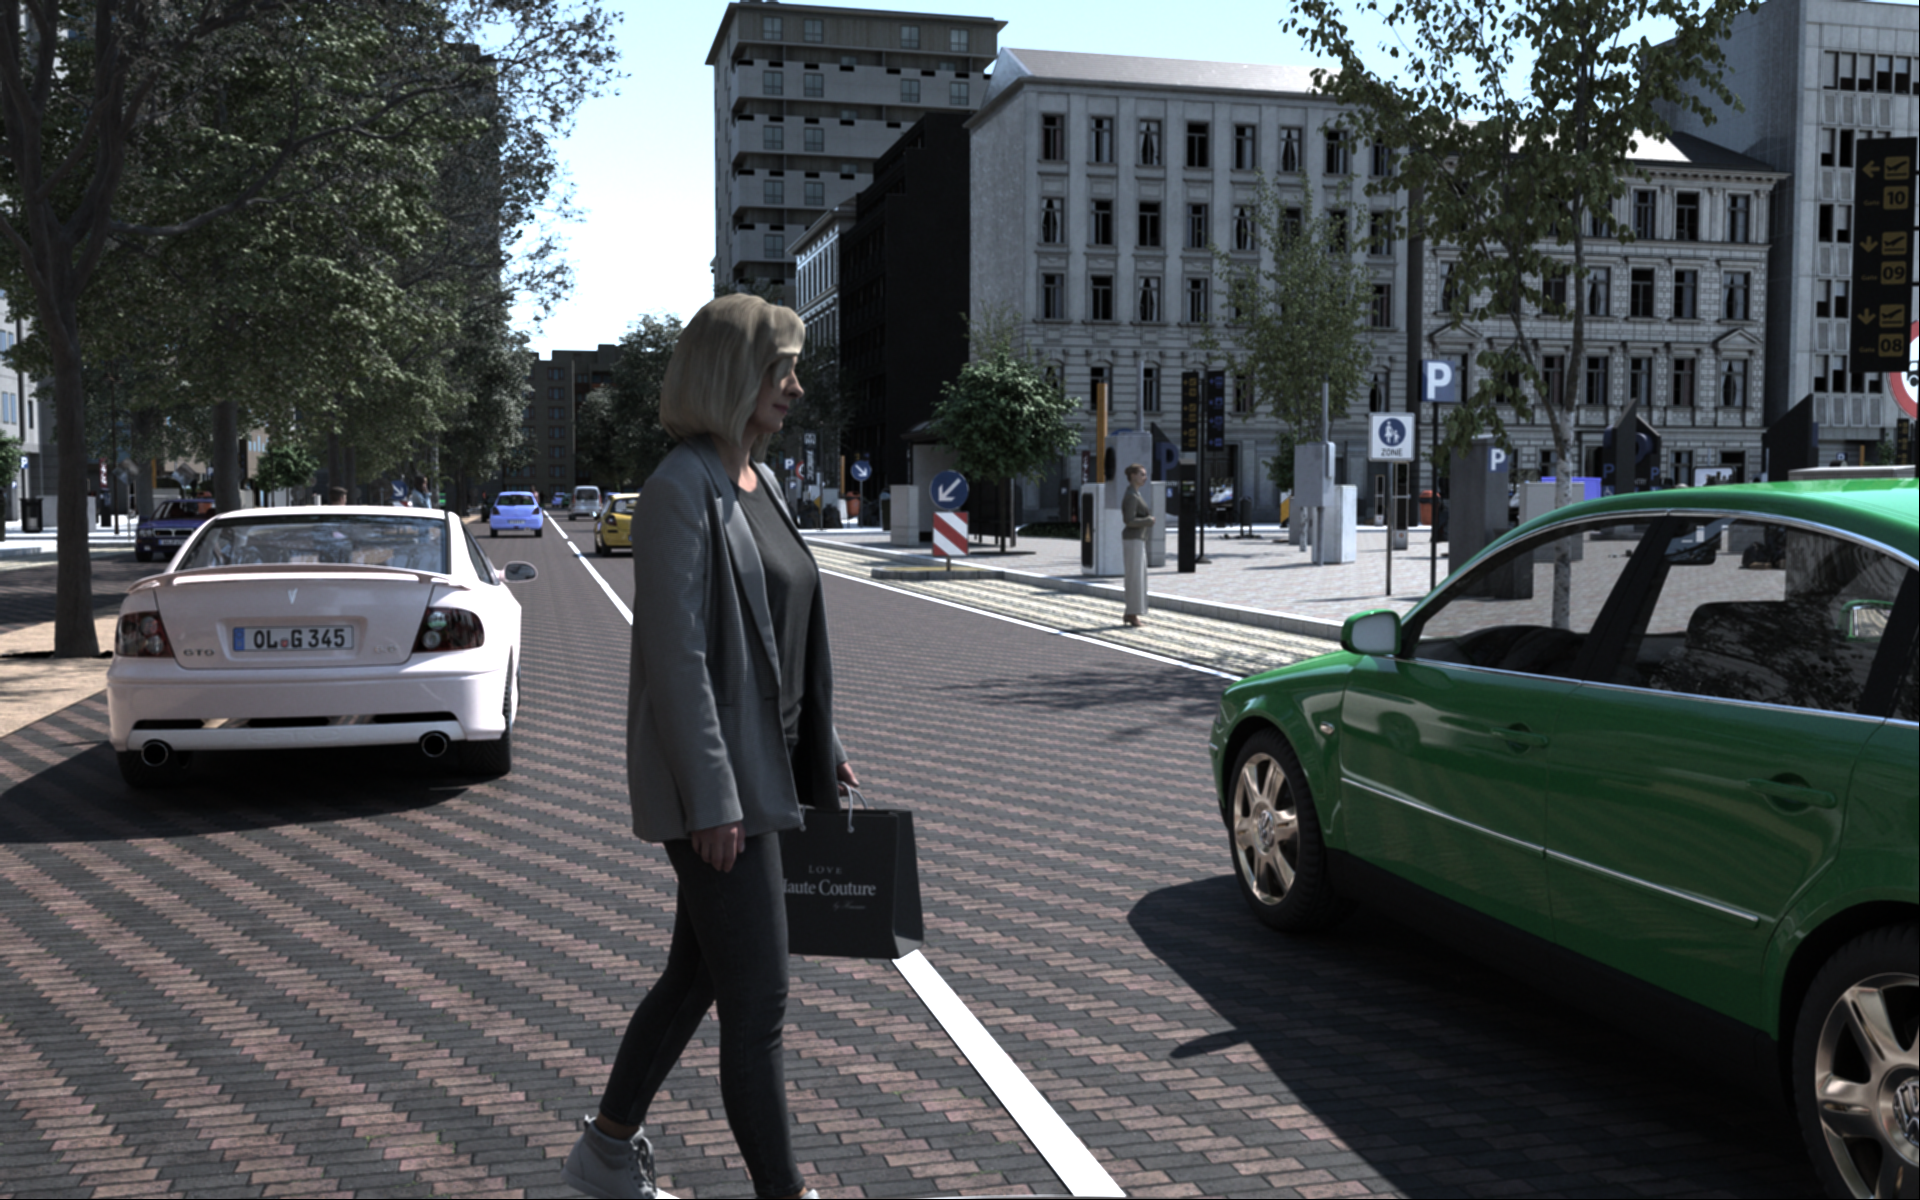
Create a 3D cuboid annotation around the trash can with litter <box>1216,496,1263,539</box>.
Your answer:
[{"bbox_3d":[7.971,-2.383,50.014,1.678,1.210,2.233,3,5,40],"label":"trash can with litter"}]

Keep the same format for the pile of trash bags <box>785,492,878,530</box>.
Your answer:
[{"bbox_3d":[-5.042,-3.315,63.956,3.447,1.369,1.912,-3,5,-44],"label":"pile of trash bags"}]

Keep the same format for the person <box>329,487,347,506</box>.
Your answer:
[{"bbox_3d":[-7.082,-0.518,19.567,0.503,1.515,0.523,-3,4,-38],"label":"person"}]

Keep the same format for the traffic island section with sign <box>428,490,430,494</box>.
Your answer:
[{"bbox_3d":[-55.296,-10.494,180.210,1.989,1.847,2.006,-1,4,-14],"label":"traffic island section with sign"}]

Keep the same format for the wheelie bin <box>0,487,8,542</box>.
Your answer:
[{"bbox_3d":[-25.916,-2.357,46.445,0.693,1.594,0.980,-2,4,-29],"label":"wheelie bin"}]

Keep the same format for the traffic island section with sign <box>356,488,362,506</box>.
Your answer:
[{"bbox_3d":[-36.847,-5.944,105.815,1.989,1.847,2.006,-1,4,-14],"label":"traffic island section with sign"}]

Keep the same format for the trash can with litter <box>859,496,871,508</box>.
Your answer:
[{"bbox_3d":[-4.486,-4.566,86.047,1.055,1.170,0.624,1,4,20],"label":"trash can with litter"}]

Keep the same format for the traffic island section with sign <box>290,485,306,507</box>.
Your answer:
[{"bbox_3d":[-30.258,-4.318,79.227,1.989,1.847,2.006,-1,4,-14],"label":"traffic island section with sign"}]

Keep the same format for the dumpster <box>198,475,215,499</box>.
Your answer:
[{"bbox_3d":[-37.514,-5.167,86.969,1.502,2.255,1.985,-1,4,-14],"label":"dumpster"}]

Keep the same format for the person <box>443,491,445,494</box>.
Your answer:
[{"bbox_3d":[-48.877,-9.501,164.363,0.617,1.759,0.750,1,4,22],"label":"person"}]

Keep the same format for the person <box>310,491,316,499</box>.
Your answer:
[{"bbox_3d":[-76.055,-11.911,203.950,0.721,1.736,1.217,1,4,17],"label":"person"}]

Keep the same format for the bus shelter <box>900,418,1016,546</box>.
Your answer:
[{"bbox_3d":[0.019,-3.092,44.477,2.014,3.302,5.546,-1,4,-14],"label":"bus shelter"}]

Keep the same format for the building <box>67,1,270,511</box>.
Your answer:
[{"bbox_3d":[-72.214,-31.137,159.205,14.600,45.320,14.200,-1,4,-14],"label":"building"}]

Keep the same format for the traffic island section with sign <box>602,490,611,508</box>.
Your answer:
[{"bbox_3d":[-32.249,-9.123,157.796,1.989,1.847,2.006,-1,4,-14],"label":"traffic island section with sign"}]

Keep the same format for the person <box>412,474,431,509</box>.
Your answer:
[{"bbox_3d":[-9.810,-1.389,31.476,0.793,1.790,0.793,3,5,42],"label":"person"}]

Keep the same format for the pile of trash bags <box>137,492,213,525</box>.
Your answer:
[{"bbox_3d":[-30.823,-3.590,68.452,3.447,1.369,1.912,2,4,26],"label":"pile of trash bags"}]

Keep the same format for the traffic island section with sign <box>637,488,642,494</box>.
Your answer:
[{"bbox_3d":[-20.175,-6.143,109.073,1.989,1.847,2.006,-1,4,-14],"label":"traffic island section with sign"}]

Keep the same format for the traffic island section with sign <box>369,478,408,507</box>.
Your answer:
[{"bbox_3d":[-18.157,-2.934,56.104,2.006,1.907,1.989,-1,4,-14],"label":"traffic island section with sign"}]

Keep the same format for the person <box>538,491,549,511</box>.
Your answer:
[{"bbox_3d":[-36.392,-8.659,150.903,1.217,1.723,0.721,0,4,3],"label":"person"}]

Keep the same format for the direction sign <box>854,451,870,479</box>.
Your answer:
[{"bbox_3d":[-5.218,-6.117,92.006,0.876,3.537,0.379,-2,4,-25],"label":"direction sign"}]

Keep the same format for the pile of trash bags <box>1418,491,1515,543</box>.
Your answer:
[{"bbox_3d":[13.436,-2.242,46.408,3.447,1.369,1.912,-3,5,-40],"label":"pile of trash bags"}]

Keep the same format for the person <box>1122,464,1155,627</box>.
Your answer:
[{"bbox_3d":[1.914,-0.583,18.584,0.362,1.759,0.519,0,4,6],"label":"person"}]

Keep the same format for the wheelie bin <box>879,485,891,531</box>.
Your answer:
[{"bbox_3d":[-2.406,-3.195,60.153,0.693,1.594,0.980,1,4,14],"label":"wheelie bin"}]

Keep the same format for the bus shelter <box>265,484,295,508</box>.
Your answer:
[{"bbox_3d":[-38.599,-6.434,99.125,2.014,3.302,5.546,-1,4,-14],"label":"bus shelter"}]

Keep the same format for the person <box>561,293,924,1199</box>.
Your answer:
[{"bbox_3d":[-0.425,0.328,3.316,0.728,1.800,0.709,1,4,18],"label":"person"}]

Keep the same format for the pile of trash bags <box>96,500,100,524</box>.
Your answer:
[{"bbox_3d":[-38.059,-3.958,74.460,1.912,1.369,3.447,-2,4,-27],"label":"pile of trash bags"}]

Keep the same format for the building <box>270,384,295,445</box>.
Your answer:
[{"bbox_3d":[-76.869,-24.938,179.434,14.107,30.474,14.160,-1,4,-14],"label":"building"}]

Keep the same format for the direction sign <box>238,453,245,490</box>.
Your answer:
[{"bbox_3d":[-39.294,-6.285,94.763,0.379,3.537,0.876,-3,5,-42],"label":"direction sign"}]

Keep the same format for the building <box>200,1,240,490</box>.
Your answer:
[{"bbox_3d":[-69.573,-50.307,135.195,22.319,86.520,31.000,-1,4,-14],"label":"building"}]

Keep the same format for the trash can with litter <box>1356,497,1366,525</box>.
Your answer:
[{"bbox_3d":[16.455,-3.795,73.114,2.233,1.210,1.678,0,4,7],"label":"trash can with litter"}]

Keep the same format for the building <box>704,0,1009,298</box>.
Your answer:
[{"bbox_3d":[-11.665,-36.576,187.259,28.713,52.752,27.495,-1,4,-14],"label":"building"}]

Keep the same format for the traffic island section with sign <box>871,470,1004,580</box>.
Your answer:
[{"bbox_3d":[-0.460,-1.278,29.517,1.989,1.847,2.006,-1,4,-14],"label":"traffic island section with sign"}]

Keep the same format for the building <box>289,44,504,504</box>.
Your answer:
[{"bbox_3d":[-74.816,-41.930,227.559,28.212,58.520,21.231,-1,4,-14],"label":"building"}]

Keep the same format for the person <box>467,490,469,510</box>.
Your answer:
[{"bbox_3d":[-44.595,-9.046,156.533,0.705,1.807,1.348,0,4,7],"label":"person"}]

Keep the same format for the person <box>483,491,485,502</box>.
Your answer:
[{"bbox_3d":[-53.374,-11.374,194.405,0.705,1.831,1.348,0,4,-7],"label":"person"}]

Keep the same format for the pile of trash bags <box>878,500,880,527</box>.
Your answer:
[{"bbox_3d":[-2.322,-3.624,69.007,3.447,1.369,1.912,-1,4,-13],"label":"pile of trash bags"}]

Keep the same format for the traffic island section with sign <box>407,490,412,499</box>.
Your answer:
[{"bbox_3d":[-48.800,-8.894,154.046,1.989,1.847,2.006,-1,4,-14],"label":"traffic island section with sign"}]

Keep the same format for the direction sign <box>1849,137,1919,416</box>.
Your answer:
[{"bbox_3d":[6.151,-1.166,11.062,0.876,3.537,0.379,1,4,12],"label":"direction sign"}]

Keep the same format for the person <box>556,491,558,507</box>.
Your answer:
[{"bbox_3d":[-44.641,-11.164,191.588,0.434,1.755,0.990,0,4,-1],"label":"person"}]

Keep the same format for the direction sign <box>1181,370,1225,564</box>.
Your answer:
[{"bbox_3d":[4.477,-2.446,31.982,0.876,3.537,0.379,3,4,36],"label":"direction sign"}]

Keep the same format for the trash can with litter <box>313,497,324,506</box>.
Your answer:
[{"bbox_3d":[-45.783,-6.896,124.142,0.624,1.170,1.055,2,4,25],"label":"trash can with litter"}]

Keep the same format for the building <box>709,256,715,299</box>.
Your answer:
[{"bbox_3d":[-22.296,-33.897,246.102,23.993,40.220,32.217,-1,4,-14],"label":"building"}]

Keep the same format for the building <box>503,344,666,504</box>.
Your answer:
[{"bbox_3d":[-47.833,-24.065,238.504,28.899,21.520,27.650,-1,4,-14],"label":"building"}]

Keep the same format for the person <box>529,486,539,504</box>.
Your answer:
[{"bbox_3d":[-19.769,-4.383,80.179,0.555,1.821,0.388,-2,4,-30],"label":"person"}]

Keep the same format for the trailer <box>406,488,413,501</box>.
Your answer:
[{"bbox_3d":[-50.301,-9.282,158.811,1.471,1.999,3.904,-1,4,-15],"label":"trailer"}]

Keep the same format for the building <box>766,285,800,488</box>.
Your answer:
[{"bbox_3d":[-5.480,-19.309,160.747,27.650,21.520,28.899,-1,4,-14],"label":"building"}]

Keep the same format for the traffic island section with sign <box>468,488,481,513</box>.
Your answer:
[{"bbox_3d":[-36.247,-7.395,129.041,2.006,1.907,1.989,-1,4,-14],"label":"traffic island section with sign"}]
